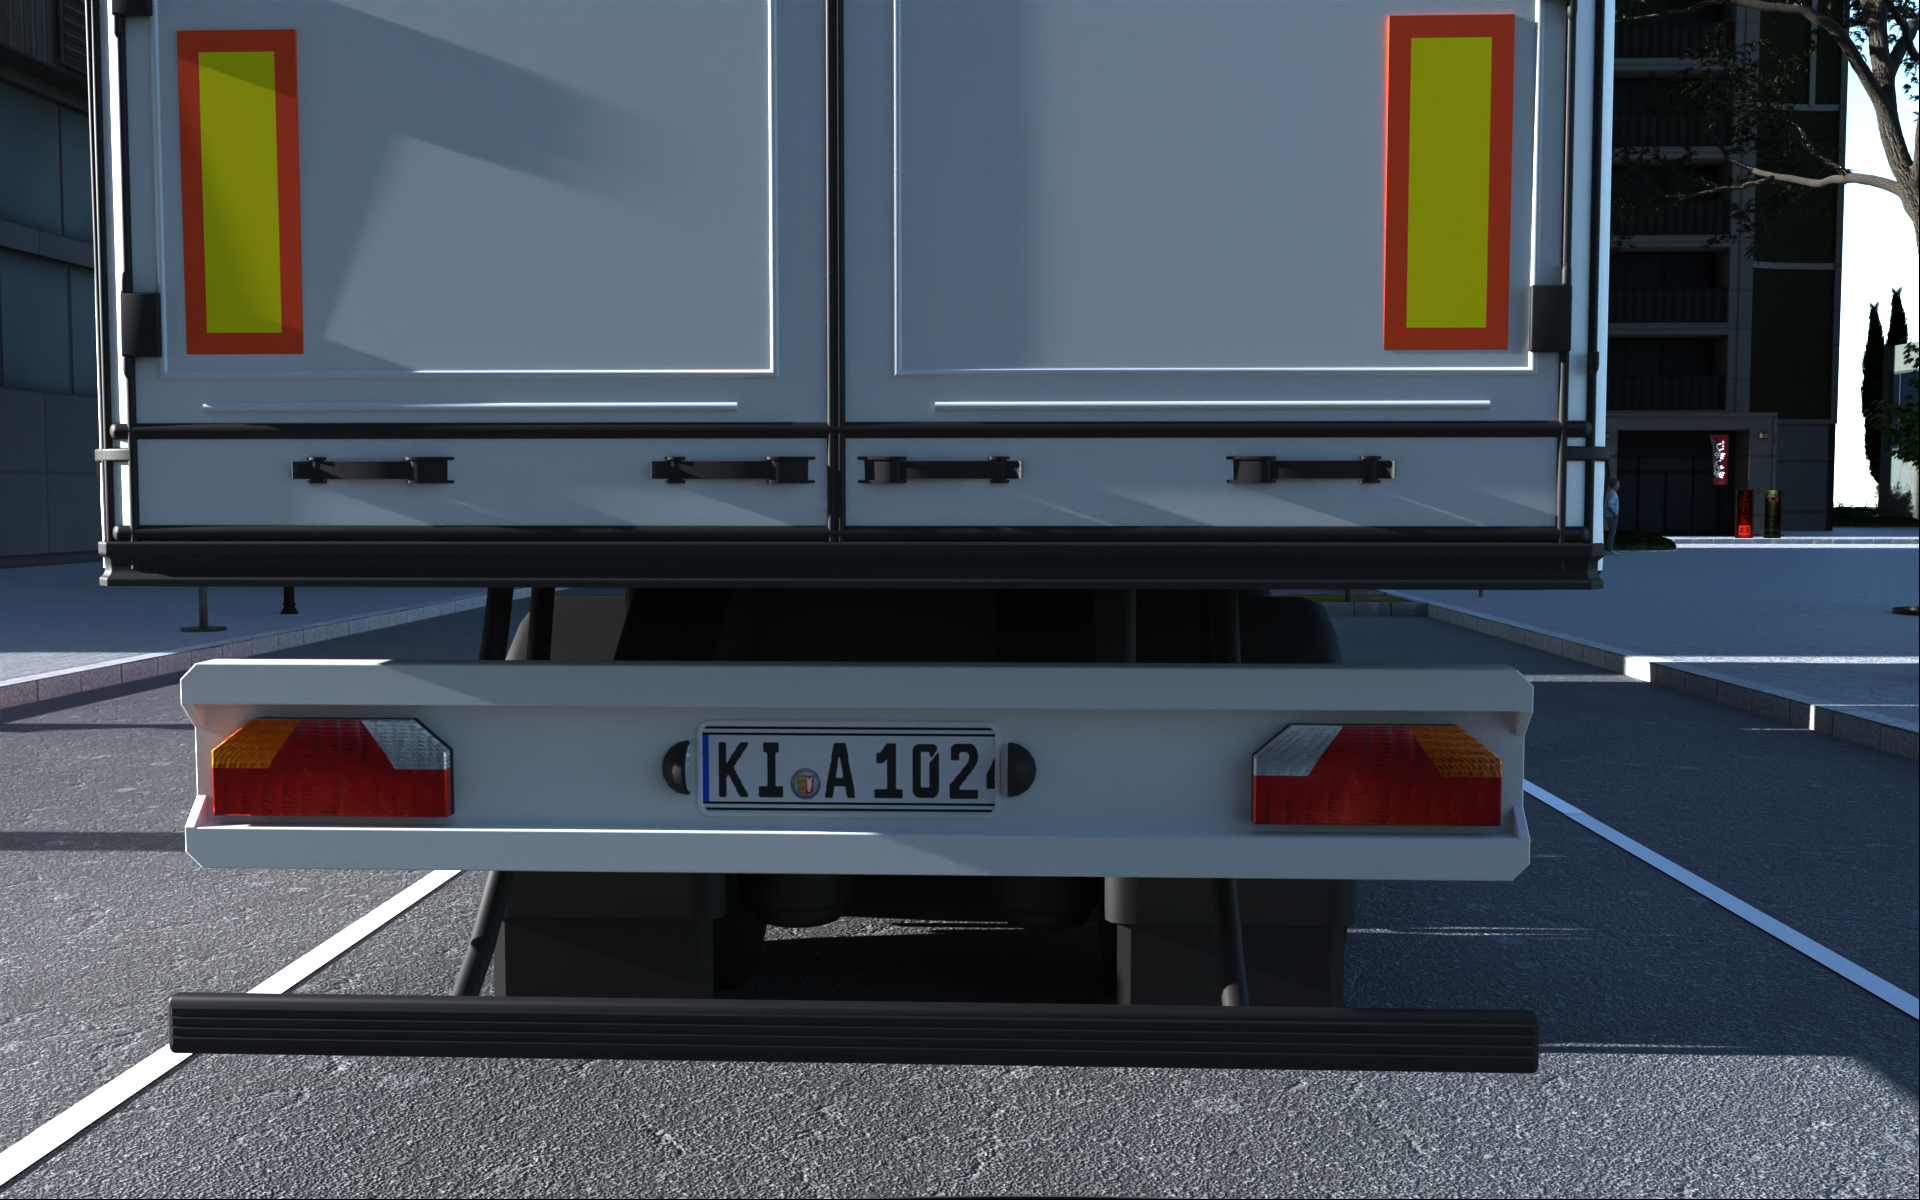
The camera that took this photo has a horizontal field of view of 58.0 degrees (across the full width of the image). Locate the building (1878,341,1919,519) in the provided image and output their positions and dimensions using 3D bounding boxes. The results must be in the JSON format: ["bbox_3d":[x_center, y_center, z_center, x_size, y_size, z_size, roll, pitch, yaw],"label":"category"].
[{"bbox_3d":[54.183,-45.896,63.075,31.000,86.520,22.319,0,4,2],"label":"building"}]

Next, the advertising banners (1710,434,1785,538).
[{"bbox_3d":[22.930,-3.321,50.488,2.074,3.025,0.090,1,4,15],"label":"advertising banners"}]

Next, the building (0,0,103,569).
[{"bbox_3d":[-28.708,-26.763,26.810,27.495,52.752,28.713,0,4,2],"label":"building"}]

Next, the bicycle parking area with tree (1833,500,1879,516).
[{"bbox_3d":[49.505,-6.206,88.467,9.016,4.147,8.231,1,4,9],"label":"bicycle parking area with tree"}]

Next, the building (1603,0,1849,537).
[{"bbox_3d":[20.262,-38.041,60.219,20.611,71.187,20.563,0,4,2],"label":"building"}]

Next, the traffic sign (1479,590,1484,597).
[{"bbox_3d":[6.494,-1.315,21.496,0.884,2.594,0.081,0,4,6],"label":"traffic sign"}]

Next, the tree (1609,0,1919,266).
[{"bbox_3d":[6.958,-4.736,11.853,8.767,10.594,7.601,1,4,22],"label":"tree"}]

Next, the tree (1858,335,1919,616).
[{"bbox_3d":[10.642,-1.450,18.310,1.663,3.219,1.824,0,3,0],"label":"tree"}]

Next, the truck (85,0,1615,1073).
[{"bbox_3d":[0.056,-1.183,8.257,2.839,4.237,11.283,0,4,3],"label":"truck"}]

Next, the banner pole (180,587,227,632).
[{"bbox_3d":[-7.166,-1.586,15.945,0.401,3.779,0.863,1,4,14],"label":"banner pole"}]

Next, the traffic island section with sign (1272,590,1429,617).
[{"bbox_3d":[4.529,-0.771,21.230,1.989,1.847,2.006,0,4,2],"label":"traffic island section with sign"}]

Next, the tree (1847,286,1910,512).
[{"bbox_3d":[65.094,-13.038,114.988,13.155,14.587,18.604,0,4,-1],"label":"tree"}]

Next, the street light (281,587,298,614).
[{"bbox_3d":[-7.184,-2.788,18.377,0.468,5.910,1.993,0,4,2],"label":"street light"}]

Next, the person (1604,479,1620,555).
[{"bbox_3d":[13.684,-1.741,36.315,0.330,1.601,0.589,1,4,22],"label":"person"}]
